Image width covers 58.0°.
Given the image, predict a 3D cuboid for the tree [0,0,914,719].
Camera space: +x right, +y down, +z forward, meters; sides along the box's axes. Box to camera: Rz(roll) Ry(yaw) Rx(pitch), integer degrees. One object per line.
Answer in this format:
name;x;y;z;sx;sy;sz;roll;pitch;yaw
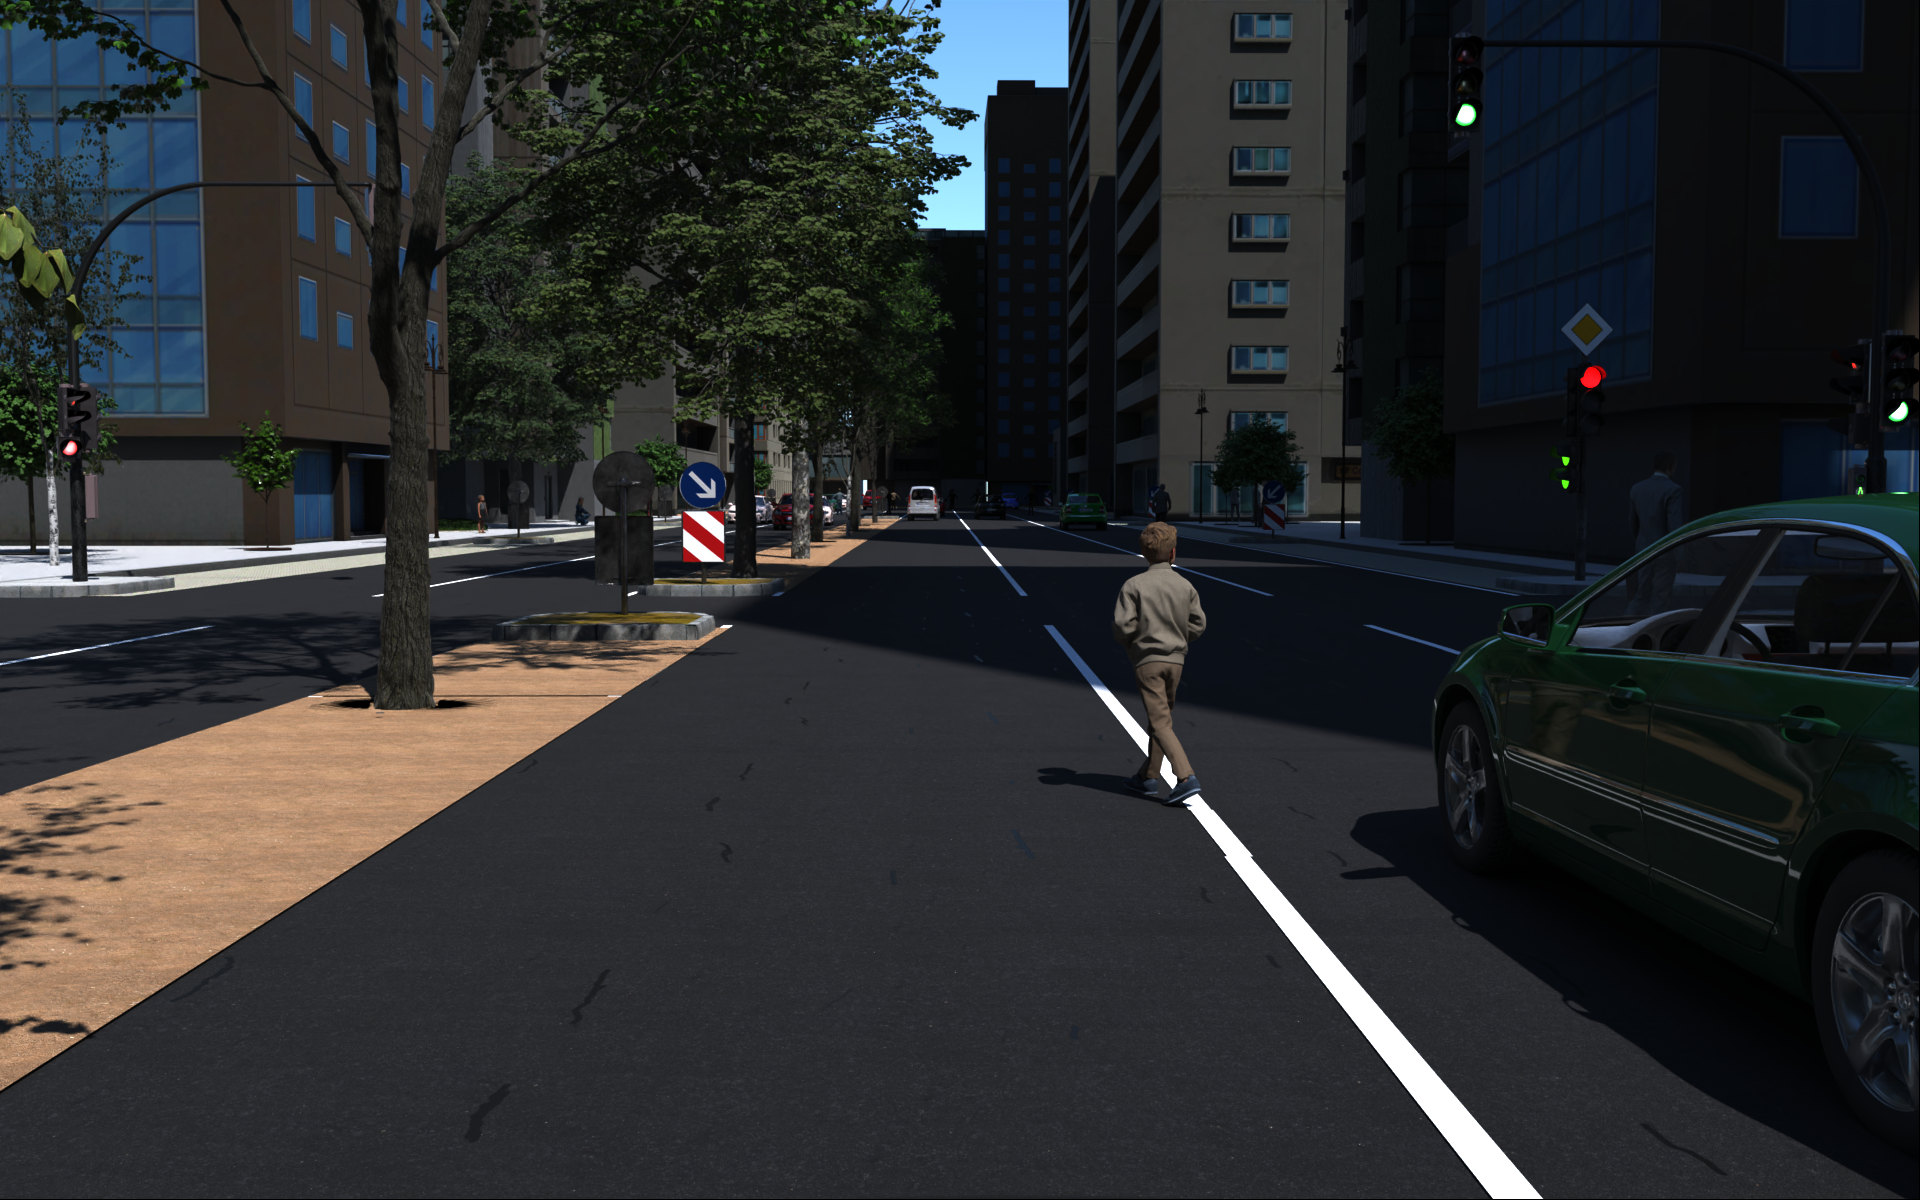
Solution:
tree;-3.601;-5.071;11.118;9.928;11.665;9.643;0;3;0

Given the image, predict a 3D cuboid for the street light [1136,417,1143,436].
street light;10.353;-7.803;100.371;0.468;5.910;1.993;0;4;-1

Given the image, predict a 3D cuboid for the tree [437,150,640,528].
tree;-16.582;-9.639;64.260;9.857;13.997;8.962;0;3;0

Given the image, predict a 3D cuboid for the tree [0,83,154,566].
tree;-16.255;-4.906;30.569;4.360;8.622;3.978;0;3;0

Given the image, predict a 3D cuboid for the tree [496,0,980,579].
tree;-3.563;-6.558;27.810;7.486;12.596;7.792;0;3;0

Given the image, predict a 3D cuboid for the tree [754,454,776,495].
tree;-17.546;-9.981;146.903;4.285;4.588;4.351;0;3;0

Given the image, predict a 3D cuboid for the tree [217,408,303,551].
tree;-15.649;-2.731;39.250;1.663;3.219;1.824;0;3;0

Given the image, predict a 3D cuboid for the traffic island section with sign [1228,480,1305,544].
traffic island section with sign;8.918;-2.568;50.619;1.989;1.847;2.006;0;4;-1

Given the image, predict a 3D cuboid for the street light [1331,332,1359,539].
street light;10.972;-4.692;49.495;0.468;5.910;1.993;0;4;-1

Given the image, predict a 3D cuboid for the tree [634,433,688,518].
tree;-16.143;-6.661;92.614;4.285;4.588;4.351;0;3;0

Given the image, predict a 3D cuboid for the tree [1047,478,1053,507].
tree;9.618;-11.249;178.520;1.663;3.219;1.824;0;3;0

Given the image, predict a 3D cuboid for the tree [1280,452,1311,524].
tree;14.066;-4.896;74.651;1.663;3.219;1.824;0;3;0

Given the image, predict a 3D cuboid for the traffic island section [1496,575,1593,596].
traffic island section;9.212;-0.207;25.671;2.009;0.180;2.903;0;4;-1

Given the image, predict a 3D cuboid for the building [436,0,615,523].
building;-23.966;-24.086;77.407;14.154;41.232;14.086;0;4;-1

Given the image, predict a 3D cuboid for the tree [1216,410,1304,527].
tree;11.659;-5.129;67.566;4.285;4.588;4.351;0;3;0

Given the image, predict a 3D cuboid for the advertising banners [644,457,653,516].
advertising banners;-15.035;-5.343;83.545;0.090;3.025;2.074;0;4;0

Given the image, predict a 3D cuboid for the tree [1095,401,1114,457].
tree;10.541;-9.471;105.218;4.360;8.622;3.978;0;3;0

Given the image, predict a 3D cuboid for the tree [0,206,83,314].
tree;-3.258;-3.073;3.056;4.737;8.622;4.395;0;3;0

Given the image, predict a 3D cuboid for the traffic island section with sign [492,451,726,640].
traffic island section with sign;-3.563;-0.589;17.775;2.006;1.907;1.989;0;4;-1

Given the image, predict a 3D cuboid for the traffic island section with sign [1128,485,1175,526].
traffic island section with sign;8.604;-4.252;78.150;1.989;1.847;2.006;0;4;-1

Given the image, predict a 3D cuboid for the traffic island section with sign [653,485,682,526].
traffic island section with sign;-13.223;-4.222;77.651;1.989;1.847;2.006;0;4;-1

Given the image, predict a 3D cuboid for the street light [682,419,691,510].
street light;-15.792;-7.775;99.911;0.468;5.910;1.993;0;4;-1

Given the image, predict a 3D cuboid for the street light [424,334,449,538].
street light;-15.210;-4.732;50.164;0.468;5.910;1.993;0;4;-1

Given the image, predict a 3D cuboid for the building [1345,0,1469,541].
building;18.979;-17.213;53.127;14.160;30.474;14.107;0;4;-1

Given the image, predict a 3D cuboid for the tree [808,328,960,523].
tree;-4.183;-9.104;85.713;8.767;10.594;7.601;0;4;-1

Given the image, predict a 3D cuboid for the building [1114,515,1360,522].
building;19.760;-28.483;89.394;21.300;48.544;21.600;0;4;-1

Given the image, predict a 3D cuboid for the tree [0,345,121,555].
tree;-19.850;-3.249;36.833;4.285;4.588;4.351;0;3;0

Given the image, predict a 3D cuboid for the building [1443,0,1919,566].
building;18.397;-23.378;32.344;14.200;45.320;14.600;0;4;-1

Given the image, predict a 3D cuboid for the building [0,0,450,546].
building;-23.470;-24.344;48.139;14.600;45.320;14.200;0;4;-1

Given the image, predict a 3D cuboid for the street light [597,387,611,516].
street light;-15.505;-6.267;75.250;0.468;5.910;1.993;0;4;-1

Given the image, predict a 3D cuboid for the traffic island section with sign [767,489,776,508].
traffic island section with sign;-13.799;-7.251;127.173;1.989;1.847;2.006;0;4;-1

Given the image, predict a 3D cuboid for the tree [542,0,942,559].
tree;-4.736;-11.014;38.426;12.611;20.169;13.585;0;3;0

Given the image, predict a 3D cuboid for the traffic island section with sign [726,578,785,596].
traffic island section with sign;-3.640;-1.042;25.181;2.006;1.907;1.989;0;4;-1

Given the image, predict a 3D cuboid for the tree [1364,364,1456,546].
tree;11.720;-3.661;43.575;4.285;4.588;4.351;0;3;0

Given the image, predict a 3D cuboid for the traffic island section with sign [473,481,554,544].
traffic island section with sign;-12.894;-2.548;50.287;1.989;1.847;2.006;0;4;-1

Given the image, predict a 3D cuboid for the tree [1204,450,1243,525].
tree;11.120;-4.697;71.401;1.663;3.219;1.824;0;3;0

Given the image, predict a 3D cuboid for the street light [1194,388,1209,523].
street light;10.551;-6.295;75.709;0.468;5.910;1.993;0;4;-1

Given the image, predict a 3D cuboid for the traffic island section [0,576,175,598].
traffic island section;-12.928;-0.192;25.417;2.009;0.180;2.903;0;4;-1

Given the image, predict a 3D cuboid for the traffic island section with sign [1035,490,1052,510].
traffic island section with sign;7.705;-8.939;154.782;1.989;1.847;2.006;0;4;-1

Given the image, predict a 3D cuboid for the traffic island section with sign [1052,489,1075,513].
traffic island section with sign;8.012;-7.291;127.828;1.989;1.847;2.006;0;4;-1

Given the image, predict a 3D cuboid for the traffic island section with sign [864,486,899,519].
traffic island section with sign;-4.530;-5.638;100.315;2.006;1.907;1.989;0;4;-1

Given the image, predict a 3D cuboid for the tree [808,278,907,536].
tree;-3.785;-6.453;58.327;4.360;8.622;3.978;0;3;0
